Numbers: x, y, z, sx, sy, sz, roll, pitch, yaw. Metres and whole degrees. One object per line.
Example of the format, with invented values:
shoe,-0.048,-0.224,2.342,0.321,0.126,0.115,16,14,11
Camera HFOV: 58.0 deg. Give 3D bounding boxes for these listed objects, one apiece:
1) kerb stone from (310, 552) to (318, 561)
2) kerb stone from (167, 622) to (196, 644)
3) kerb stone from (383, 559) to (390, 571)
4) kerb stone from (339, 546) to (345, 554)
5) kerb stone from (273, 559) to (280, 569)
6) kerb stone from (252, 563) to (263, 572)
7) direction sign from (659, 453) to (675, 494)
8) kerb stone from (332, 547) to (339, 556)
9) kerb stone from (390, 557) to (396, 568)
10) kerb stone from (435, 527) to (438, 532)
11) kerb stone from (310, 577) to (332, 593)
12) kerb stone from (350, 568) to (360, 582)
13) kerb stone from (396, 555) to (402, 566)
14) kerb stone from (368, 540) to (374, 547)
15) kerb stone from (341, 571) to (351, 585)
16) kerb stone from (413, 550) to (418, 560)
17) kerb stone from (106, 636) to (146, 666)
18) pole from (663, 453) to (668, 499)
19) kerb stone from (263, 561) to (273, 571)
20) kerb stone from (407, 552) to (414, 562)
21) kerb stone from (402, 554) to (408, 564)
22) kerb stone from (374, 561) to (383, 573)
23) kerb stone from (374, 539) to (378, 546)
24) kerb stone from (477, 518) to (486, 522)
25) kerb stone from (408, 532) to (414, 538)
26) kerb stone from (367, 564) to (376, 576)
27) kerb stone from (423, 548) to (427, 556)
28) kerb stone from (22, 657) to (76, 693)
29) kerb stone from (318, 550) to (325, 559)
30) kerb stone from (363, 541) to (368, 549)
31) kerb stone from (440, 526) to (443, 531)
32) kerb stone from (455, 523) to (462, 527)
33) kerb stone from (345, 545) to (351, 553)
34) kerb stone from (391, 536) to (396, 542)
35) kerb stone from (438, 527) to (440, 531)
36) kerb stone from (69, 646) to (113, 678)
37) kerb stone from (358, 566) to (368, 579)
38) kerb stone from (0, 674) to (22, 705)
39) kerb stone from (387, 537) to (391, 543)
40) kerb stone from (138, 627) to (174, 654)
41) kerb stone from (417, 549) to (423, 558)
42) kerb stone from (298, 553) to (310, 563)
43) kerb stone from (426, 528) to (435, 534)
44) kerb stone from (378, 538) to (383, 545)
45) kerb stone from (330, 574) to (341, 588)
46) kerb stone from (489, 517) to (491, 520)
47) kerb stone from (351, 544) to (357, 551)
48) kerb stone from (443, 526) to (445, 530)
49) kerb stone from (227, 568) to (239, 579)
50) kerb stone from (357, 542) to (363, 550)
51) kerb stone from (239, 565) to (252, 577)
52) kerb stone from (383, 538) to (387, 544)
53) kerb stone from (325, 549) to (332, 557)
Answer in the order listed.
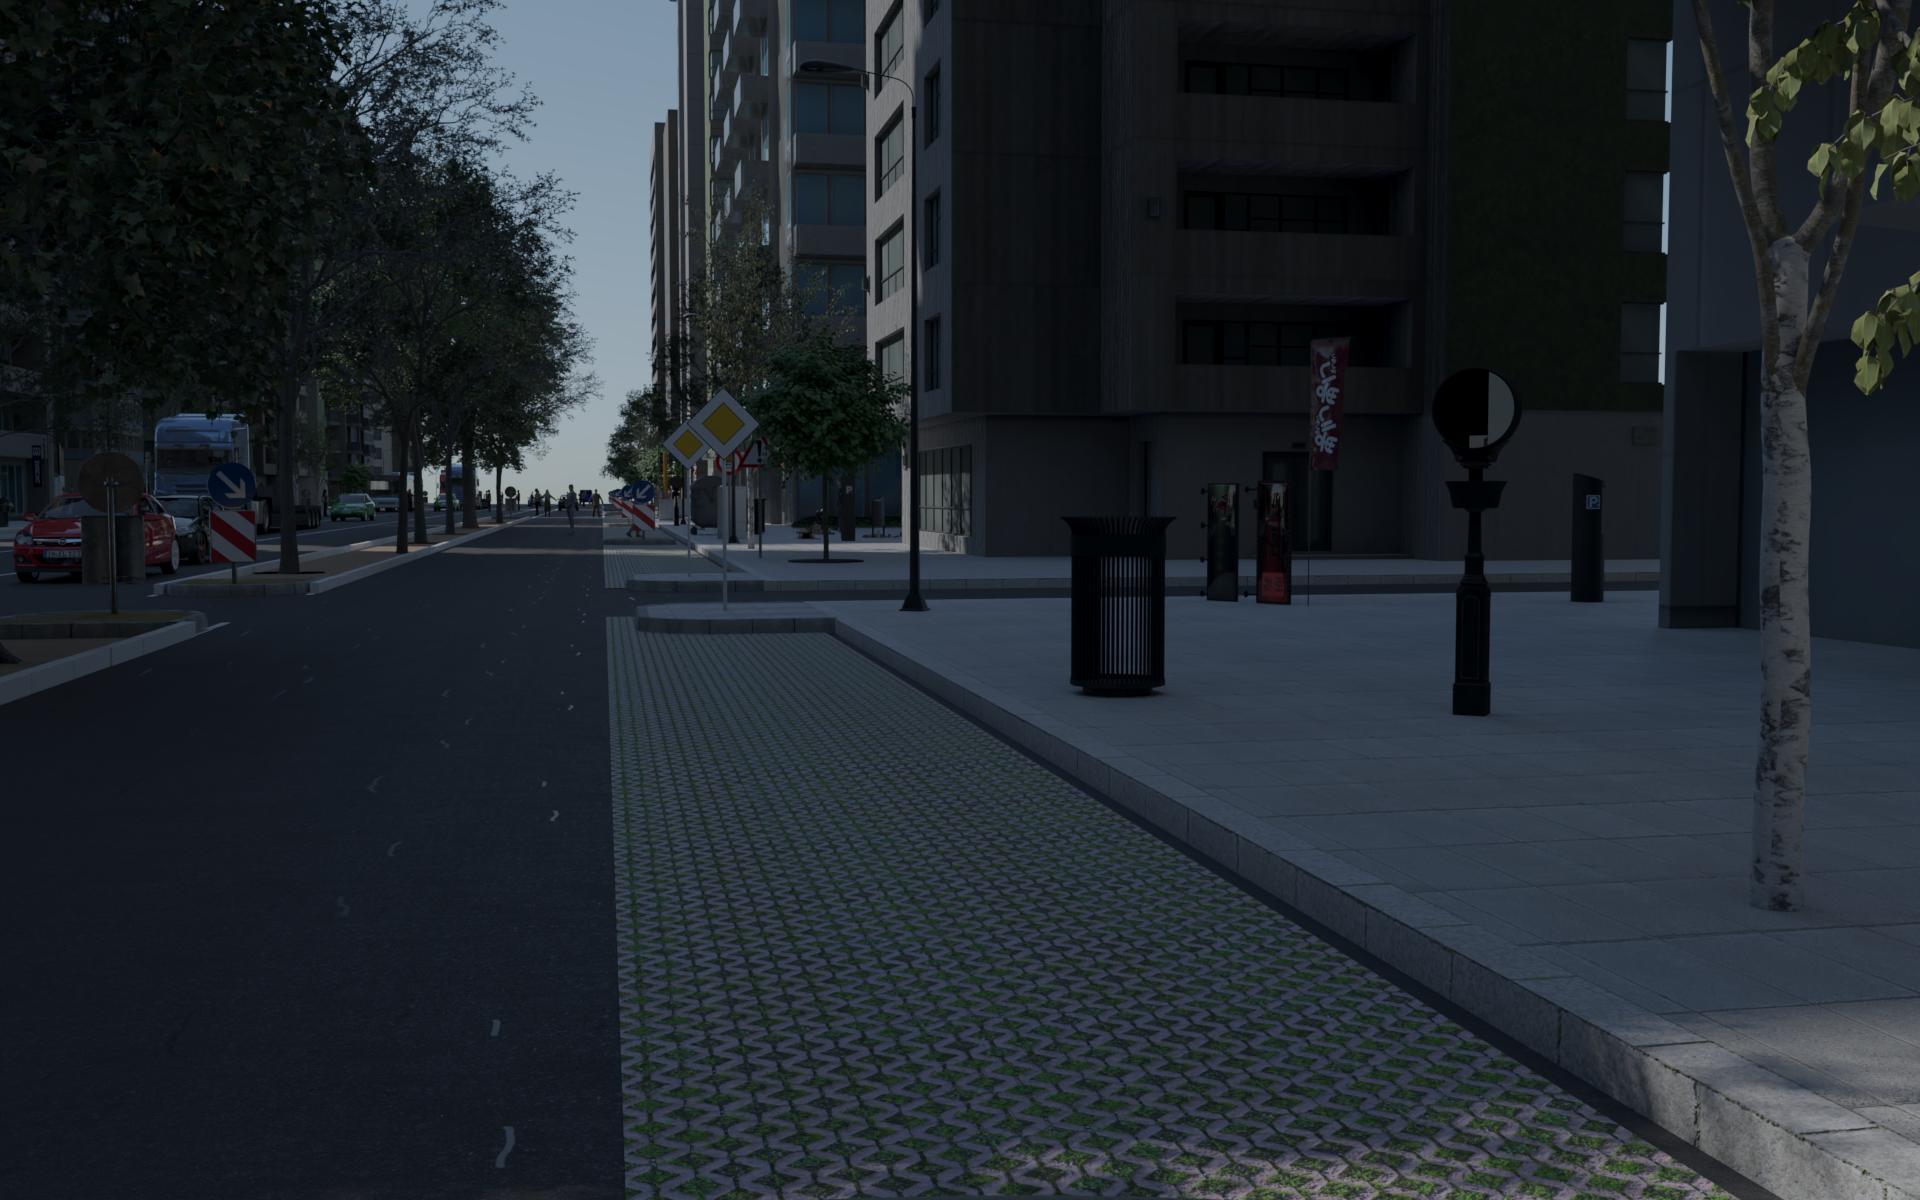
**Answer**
kerb stone,-13.961,-0.913,37.116,0.120,0.150,1.000,-1,4,-12
kerb stone,-7.648,0.323,16.922,0.120,0.150,1.000,-1,4,-12
kerb stone,-10.880,-0.632,32.525,0.120,0.150,1.000,-1,4,-12
kerb stone,-14.803,-1.159,41.140,0.120,0.150,1.000,-1,4,-12
kerb stone,-13.134,-0.666,33.090,0.120,0.150,1.000,-1,4,-12
kerb stone,-12.715,-0.543,31.086,0.120,0.150,1.000,-1,4,-12
direction sign,-16.042,-6.296,94.939,0.876,3.537,0.379,-2,4,-32
kerb stone,-14.586,-1.093,40.129,0.120,0.150,1.000,-1,4,-12
kerb stone,-11.090,-0.693,33.539,0.120,0.150,1.000,-1,4,-12
kerb stone,-19.573,-2.570,64.209,0.120,0.150,1.000,-1,4,-12
kerb stone,-9.415,-0.201,25.476,0.120,0.150,1.000,-1,4,-12
kerb stone,-10.045,-0.385,28.497,0.120,0.150,1.000,-1,4,-12
kerb stone,-11.293,-0.755,34.546,0.120,0.150,1.000,-1,4,-12
kerb stone,-15.825,-1.465,46.153,0.120,0.150,1.000,-1,4,-12
kerb stone,-9.837,-0.317,27.490,0.120,0.150,1.000,-1,4,-12
kerb stone,-11.916,-0.937,37.548,0.120,0.150,1.000,-1,4,-12
kerb stone,-7.229,0.447,14.921,0.120,0.150,1.000,-1,4,-12
pole,-14.571,-5.619,85.719,0.158,3.312,0.155,0,3,0
kerb stone,-12.930,-0.605,32.086,0.120,0.150,1.000,-1,4,-12
kerb stone,-11.703,-0.878,36.548,0.120,0.150,1.000,-1,4,-12
kerb stone,-11.503,-0.817,35.546,0.120,0.150,1.000,-1,4,-12
kerb stone,-10.670,-0.570,31.521,0.120,0.150,1.000,-1,4,-12
kerb stone,-16.043,-1.526,47.151,0.120,0.150,1.000,-1,4,-12
kerb stone,-24.964,-4.166,90.306,0.120,0.150,1.000,-1,4,-12
kerb stone,-18.333,-2.202,58.199,0.120,0.150,1.000,-1,4,-12
kerb stone,-10.463,-0.509,30.514,0.120,0.150,1.000,-1,4,-12
kerb stone,-12.335,-1.062,39.556,0.120,0.150,1.000,-1,4,-12
kerb stone,-6.818,0.568,12.902,0.120,0.150,1.000,-1,4,-12
kerb stone,-14.174,-0.972,38.122,0.120,0.150,1.000,-1,4,-12
kerb stone,-15.628,-1.400,45.150,0.120,0.150,1.000,-1,4,-12
kerb stone,-19.990,-2.681,66.216,0.120,0.150,1.000,-1,4,-12
kerb stone,-22.062,-3.307,76.260,0.120,0.150,1.000,-1,4,-12
kerb stone,-15.013,-1.218,42.141,0.120,0.150,1.000,-1,4,-12
kerb stone,-16.872,-1.772,51.167,0.120,0.150,1.000,-1,4,-12
kerb stone,-19.782,-2.627,65.209,0.120,0.150,1.000,-1,4,-12
kerb stone,-7.027,0.510,13.905,0.120,0.150,1.000,-1,4,-12
kerb stone,-10.254,-0.448,29.513,0.120,0.150,1.000,-1,4,-12
kerb stone,-6.608,0.630,11.900,0.120,0.150,1.000,-1,4,-12
kerb stone,-16.665,-1.711,50.166,0.120,0.150,1.000,-1,4,-12
kerb stone,-7.436,0.384,15.921,0.120,0.150,1.000,-1,4,-12
kerb stone,-12.122,-1.001,38.556,0.120,0.150,1.000,-1,4,-12
kerb stone,-13.755,-0.851,36.111,0.120,0.150,1.000,-1,4,-12
kerb stone,-19.362,-2.508,63.208,0.120,0.150,1.000,-1,4,-12
kerb stone,-16.249,-1.588,48.159,0.120,0.150,1.000,-1,4,-12
kerb stone,-9.635,-0.262,26.482,0.120,0.150,1.000,-1,4,-12
kerb stone,-25.794,-4.410,94.341,0.120,0.150,1.000,-1,4,-12
kerb stone,-15.219,-1.281,43.147,0.120,0.150,1.000,-1,4,-12
kerb stone,-20.193,-2.747,67.221,0.120,0.150,1.000,-1,4,-12
kerb stone,-12.311,-0.420,29.081,0.120,0.150,1.000,-1,4,-12
kerb stone,-15.424,-1.343,44.149,0.120,0.150,1.000,-1,4,-12
kerb stone,-12.512,-0.479,30.084,0.120,0.150,1.000,-1,4,-12
kerb stone,-16.459,-1.650,49.165,0.120,0.150,1.000,-1,4,-12
kerb stone,-14.380,-1.035,39.128,0.120,0.150,1.000,-1,4,-12
